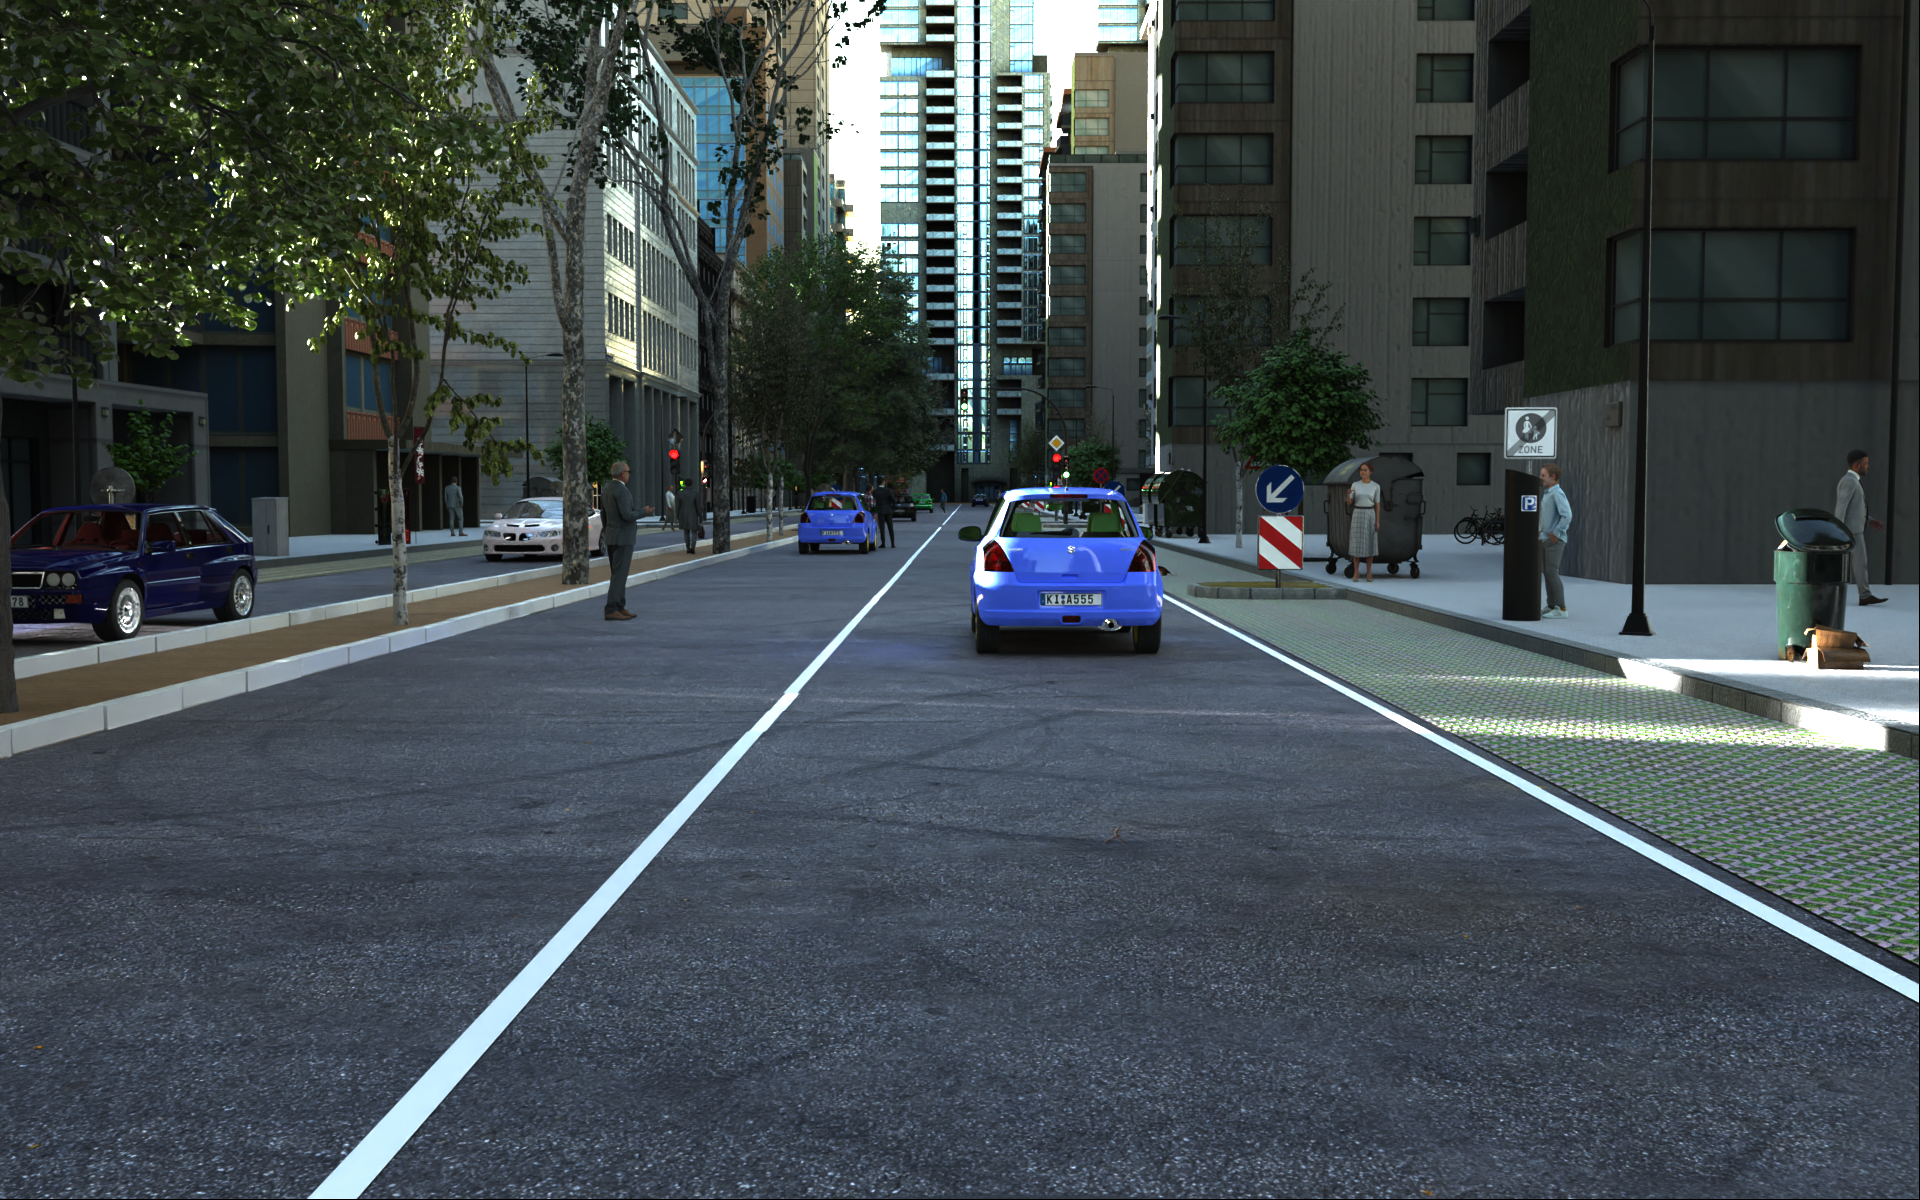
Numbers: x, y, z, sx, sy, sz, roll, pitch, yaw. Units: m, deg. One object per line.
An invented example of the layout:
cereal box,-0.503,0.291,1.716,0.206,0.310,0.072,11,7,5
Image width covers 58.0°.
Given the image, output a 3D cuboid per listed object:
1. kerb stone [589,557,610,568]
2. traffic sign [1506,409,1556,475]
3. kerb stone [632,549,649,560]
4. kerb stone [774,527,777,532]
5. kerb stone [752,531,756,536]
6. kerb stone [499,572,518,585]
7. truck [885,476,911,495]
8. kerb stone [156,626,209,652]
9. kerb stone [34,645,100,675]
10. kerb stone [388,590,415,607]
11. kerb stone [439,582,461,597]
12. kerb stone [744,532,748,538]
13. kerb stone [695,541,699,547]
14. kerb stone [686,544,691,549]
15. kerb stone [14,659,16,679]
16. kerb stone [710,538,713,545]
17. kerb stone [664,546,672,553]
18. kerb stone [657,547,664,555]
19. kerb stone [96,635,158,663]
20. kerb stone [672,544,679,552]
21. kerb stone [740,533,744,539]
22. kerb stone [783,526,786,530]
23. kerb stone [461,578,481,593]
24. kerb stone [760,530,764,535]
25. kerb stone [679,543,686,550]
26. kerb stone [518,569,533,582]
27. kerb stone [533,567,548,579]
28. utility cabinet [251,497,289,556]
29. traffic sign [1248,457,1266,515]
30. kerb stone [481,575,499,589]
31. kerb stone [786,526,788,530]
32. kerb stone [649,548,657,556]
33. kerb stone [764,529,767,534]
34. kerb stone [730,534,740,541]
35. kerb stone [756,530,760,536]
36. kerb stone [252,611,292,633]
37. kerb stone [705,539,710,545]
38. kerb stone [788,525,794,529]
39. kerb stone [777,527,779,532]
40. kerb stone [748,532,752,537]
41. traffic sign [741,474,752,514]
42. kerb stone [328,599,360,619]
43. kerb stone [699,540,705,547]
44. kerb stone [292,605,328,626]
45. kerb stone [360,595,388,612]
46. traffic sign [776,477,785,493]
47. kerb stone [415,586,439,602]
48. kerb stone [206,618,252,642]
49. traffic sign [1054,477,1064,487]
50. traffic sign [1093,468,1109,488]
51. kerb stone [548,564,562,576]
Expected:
kerb stone,-7.182,-0.755,34.541,0.120,0.150,1.000,0,4,0
traffic sign,6.731,-1.124,20.507,0.606,2.300,0.079,0,4,1
kerb stone,-7.153,-1.006,38.637,0.120,0.150,1.000,0,4,0
kerb stone,-7.000,-2.572,64.251,0.120,0.150,1.000,0,4,0
kerb stone,-7.044,-2.196,58.100,0.120,0.150,1.000,0,4,0
kerb stone,-7.223,-0.316,27.366,0.120,0.150,1.000,0,4,0
truck,-7.571,-13.695,212.824,2.839,4.237,11.283,0,4,1
kerb stone,-7.294,0.374,16.107,0.120,0.150,1.000,0,4,0
kerb stone,-7.315,0.501,14.062,0.120,0.150,1.000,0,4,0
kerb stone,-7.261,-0.001,22.250,0.120,0.150,1.000,0,4,0
kerb stone,-7.244,-0.129,24.297,0.120,0.150,1.000,0,4,0
kerb stone,-7.051,-2.070,56.040,0.120,0.150,1.000,0,4,0
kerb stone,-7.116,-1.444,45.811,0.120,0.150,1.000,0,4,0
kerb stone,-7.118,-1.382,44.785,0.120,0.150,1.000,0,4,0
kerb stone,-7.309,0.561,13.040,0.120,0.150,1.000,0,4,0
kerb stone,-7.092,-1.627,48.878,0.120,0.150,1.000,0,4,0
kerb stone,-7.146,-1.186,41.714,0.120,0.150,1.000,0,4,0
kerb stone,-7.151,-1.128,40.684,0.120,0.150,1.000,0,4,0
kerb stone,-7.304,0.435,15.084,0.120,0.150,1.000,0,4,0
kerb stone,-7.133,-1.256,42.736,0.120,0.150,1.000,0,4,0
kerb stone,-7.063,-2.006,55.018,0.120,0.150,1.000,0,4,0
kerb stone,-6.991,-2.756,67.328,0.120,0.150,1.000,0,4,0
kerb stone,-7.243,-0.189,25.322,0.120,0.150,1.000,0,4,0
kerb stone,-7.027,-2.314,60.151,0.120,0.150,1.000,0,4,0
kerb stone,-7.135,-1.319,43.761,0.120,0.150,1.000,0,4,0
kerb stone,-7.226,-0.379,28.388,0.120,0.150,1.000,0,4,0
kerb stone,-7.216,-0.441,29.410,0.120,0.150,1.000,0,4,0
utility cabinet,-14.333,-1.518,35.980,1.020,1.237,0.306,3,5,41
traffic sign,6.520,-2.266,37.060,0.884,2.594,0.081,0,4,5
kerb stone,-7.241,-0.254,26.344,0.120,0.150,1.000,0,4,0
kerb stone,-6.988,-2.823,68.359,0.120,0.150,1.000,0,4,0
kerb stone,-7.154,-1.068,39.662,0.120,0.150,1.000,0,4,0
kerb stone,-7.022,-2.383,61.181,0.120,0.150,1.000,0,4,0
kerb stone,-7.067,-1.945,53.996,0.120,0.150,1.000,0,4,0
kerb stone,-7.031,-2.254,59.129,0.120,0.150,1.000,0,4,0
kerb stone,-7.288,0.247,18.153,0.120,0.150,1.000,0,4,0
kerb stone,-7.108,-1.569,47.855,0.120,0.150,1.000,0,4,0
kerb stone,-6.963,-2.949,70.410,0.120,0.150,1.000,0,4,0
kerb stone,-6.987,-2.698,66.306,0.120,0.150,1.000,0,4,0
kerb stone,-7.053,-2.129,57.062,0.120,0.150,1.000,0,4,0
traffic sign,-13.654,-6.760,110.633,0.768,2.556,0.104,0,4,4
kerb stone,-7.270,0.122,20.204,0.120,0.150,1.000,0,4,0
kerb stone,-7.113,-1.507,46.833,0.120,0.150,1.000,0,4,0
kerb stone,-7.278,0.184,19.182,0.120,0.150,1.000,0,4,0
kerb stone,-7.266,0.059,21.226,0.120,0.150,1.000,0,4,0
traffic sign,-13.689,-8.016,131.073,0.884,2.594,0.081,1,4,9
kerb stone,-7.253,-0.066,23.272,0.120,0.150,1.000,0,4,0
kerb stone,-7.294,0.310,17.131,0.120,0.150,1.000,0,4,0
traffic sign,6.738,-7.243,118.428,0.884,2.594,0.081,0,4,1
traffic sign,6.810,-5.107,83.604,0.768,2.556,0.104,0,4,8
kerb stone,-7.213,-0.501,30.434,0.120,0.150,1.000,0,4,0
